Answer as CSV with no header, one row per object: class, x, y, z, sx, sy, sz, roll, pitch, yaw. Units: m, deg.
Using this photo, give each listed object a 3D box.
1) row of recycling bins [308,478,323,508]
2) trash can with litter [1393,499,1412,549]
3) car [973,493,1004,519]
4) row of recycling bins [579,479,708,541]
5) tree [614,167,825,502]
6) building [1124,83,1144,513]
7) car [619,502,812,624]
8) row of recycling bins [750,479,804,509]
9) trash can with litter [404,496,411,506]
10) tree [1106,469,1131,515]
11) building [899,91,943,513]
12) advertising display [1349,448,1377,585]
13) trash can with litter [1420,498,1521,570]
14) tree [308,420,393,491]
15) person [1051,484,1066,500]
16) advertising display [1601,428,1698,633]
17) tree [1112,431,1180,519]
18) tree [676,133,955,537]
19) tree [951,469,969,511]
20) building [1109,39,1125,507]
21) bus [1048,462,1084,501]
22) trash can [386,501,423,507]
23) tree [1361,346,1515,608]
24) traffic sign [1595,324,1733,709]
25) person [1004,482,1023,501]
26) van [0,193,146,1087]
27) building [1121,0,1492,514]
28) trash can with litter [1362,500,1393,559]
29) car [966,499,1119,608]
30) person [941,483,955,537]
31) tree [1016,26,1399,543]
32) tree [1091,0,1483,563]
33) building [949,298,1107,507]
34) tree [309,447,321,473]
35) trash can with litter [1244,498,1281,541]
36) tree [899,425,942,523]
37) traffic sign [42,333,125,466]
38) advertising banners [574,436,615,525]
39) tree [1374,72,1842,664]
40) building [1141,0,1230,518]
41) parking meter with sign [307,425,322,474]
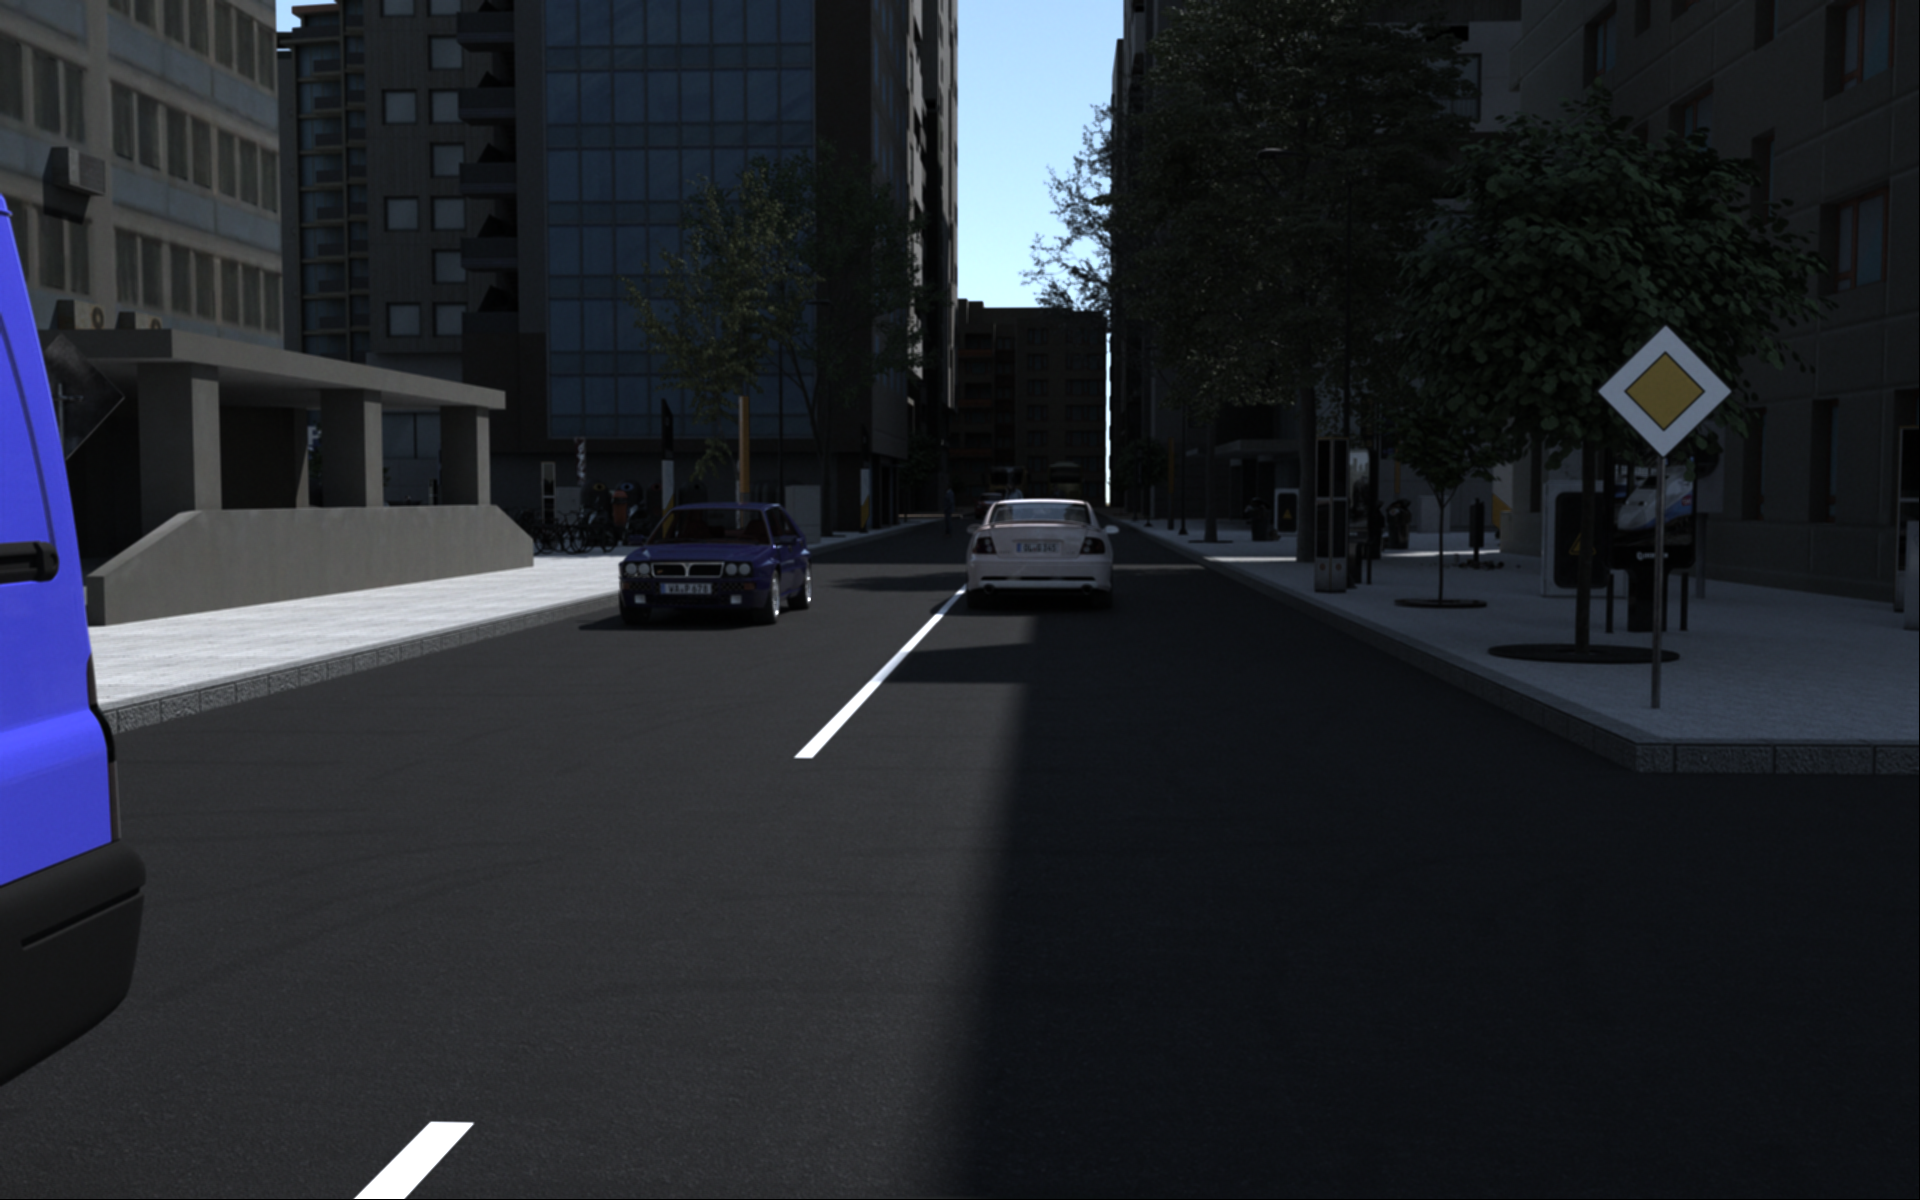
row of recycling bins,-16.349,-2.173,42.643,3.534,1.692,1.069,1,4,14
trash can with litter,10.068,-1.774,40.398,0.624,1.170,1.055,-1,4,-17
car,1.860,-5.686,102.009,2.155,1.783,4.494,0,4,4
row of recycling bins,-8.729,-2.488,47.784,3.534,1.692,1.069,0,4,-3
tree,-5.173,-5.393,38.535,4.737,8.622,4.395,0,3,0
building,18.914,-21.613,125.071,14.160,30.474,14.107,0,4,3
car,-2.805,-0.474,20.333,1.945,1.354,3.894,0,4,3
row of recycling bins,-5.261,-2.583,49.342,1.069,1.692,3.534,-2,4,-24
trash can with litter,-21.960,-3.541,68.948,1.678,1.210,2.233,-2,4,-29
tree,9.824,-6.869,106.907,1.663,3.219,1.824,0,3,0
building,-8.692,-21.398,121.562,14.160,30.474,14.107,0,4,3
advertising display,5.635,-1.204,24.892,0.123,1.923,0.974,-1,4,-22
trash can with litter,8.916,-1.170,30.194,1.678,1.210,2.233,1,4,14
tree,-14.025,-2.733,39.293,1.663,3.219,1.824,0,3,0
person,3.999,-3.777,70.067,0.655,1.846,0.447,1,4,16
advertising display,6.407,-0.666,16.095,0.974,1.923,0.123,-1,4,-19
tree,9.391,-6.396,88.289,4.285,4.588,4.351,0,3,0
tree,-4.148,-7.689,51.476,9.928,11.665,9.643,0,3,0
tree,-0.349,-8.324,130.706,1.663,3.219,1.824,0,3,0
building,26.185,-33.899,177.945,21.600,48.544,21.300,0,4,3
bus,8.028,-8.574,131.732,2.896,3.916,12.252,0,4,4
trash can,-11.718,-1.523,36.554,0.748,1.137,0.748,0,3,0
tree,5.646,-1.539,19.764,1.663,3.219,1.824,0,3,0
traffic sign,4.161,-0.408,10.307,0.795,2.450,0.064,0,4,3
person,1.633,-2.571,50.803,0.793,1.790,0.793,0,4,-5
van,-2.683,0.209,0.973,2.240,2.365,5.245,0,4,1
building,27.538,-33.992,145.000,28.713,52.752,27.495,0,4,3
trash can with litter,7.912,-1.399,34.262,0.624,1.170,1.055,-2,4,-26
car,1.098,-0.661,23.170,2.083,1.381,4.827,0,4,4
person,-0.378,-2.997,57.683,0.419,1.800,0.721,-1,4,-9
tree,6.583,-8.265,45.505,12.009,13.543,11.850,0,3,0
tree,6.162,-6.977,32.207,7.486,12.596,7.792,0,3,0
building,0.699,-20.761,184.487,28.899,21.520,27.650,0,4,3
tree,-31.115,-6.253,85.952,4.285,4.588,4.351,0,3,0
trash can with litter,8.287,-2.196,47.293,0.624,1.170,1.055,3,5,41
tree,-3.189,-6.180,84.761,4.285,4.588,4.351,0,3,0
traffic sign,-5.617,-0.441,10.860,0.795,2.450,0.064,0,4,3
advertising banners,-10.898,-3.419,52.082,2.074,3.025,0.090,3,4,37
tree,4.949,-1.825,13.555,4.285,4.588,4.351,0,3,0
building,21.482,-34.307,102.923,21.231,58.520,28.212,0,4,3
parking meter with sign,-16.259,-2.959,44.647,0.543,3.016,1.738,0,4,1
